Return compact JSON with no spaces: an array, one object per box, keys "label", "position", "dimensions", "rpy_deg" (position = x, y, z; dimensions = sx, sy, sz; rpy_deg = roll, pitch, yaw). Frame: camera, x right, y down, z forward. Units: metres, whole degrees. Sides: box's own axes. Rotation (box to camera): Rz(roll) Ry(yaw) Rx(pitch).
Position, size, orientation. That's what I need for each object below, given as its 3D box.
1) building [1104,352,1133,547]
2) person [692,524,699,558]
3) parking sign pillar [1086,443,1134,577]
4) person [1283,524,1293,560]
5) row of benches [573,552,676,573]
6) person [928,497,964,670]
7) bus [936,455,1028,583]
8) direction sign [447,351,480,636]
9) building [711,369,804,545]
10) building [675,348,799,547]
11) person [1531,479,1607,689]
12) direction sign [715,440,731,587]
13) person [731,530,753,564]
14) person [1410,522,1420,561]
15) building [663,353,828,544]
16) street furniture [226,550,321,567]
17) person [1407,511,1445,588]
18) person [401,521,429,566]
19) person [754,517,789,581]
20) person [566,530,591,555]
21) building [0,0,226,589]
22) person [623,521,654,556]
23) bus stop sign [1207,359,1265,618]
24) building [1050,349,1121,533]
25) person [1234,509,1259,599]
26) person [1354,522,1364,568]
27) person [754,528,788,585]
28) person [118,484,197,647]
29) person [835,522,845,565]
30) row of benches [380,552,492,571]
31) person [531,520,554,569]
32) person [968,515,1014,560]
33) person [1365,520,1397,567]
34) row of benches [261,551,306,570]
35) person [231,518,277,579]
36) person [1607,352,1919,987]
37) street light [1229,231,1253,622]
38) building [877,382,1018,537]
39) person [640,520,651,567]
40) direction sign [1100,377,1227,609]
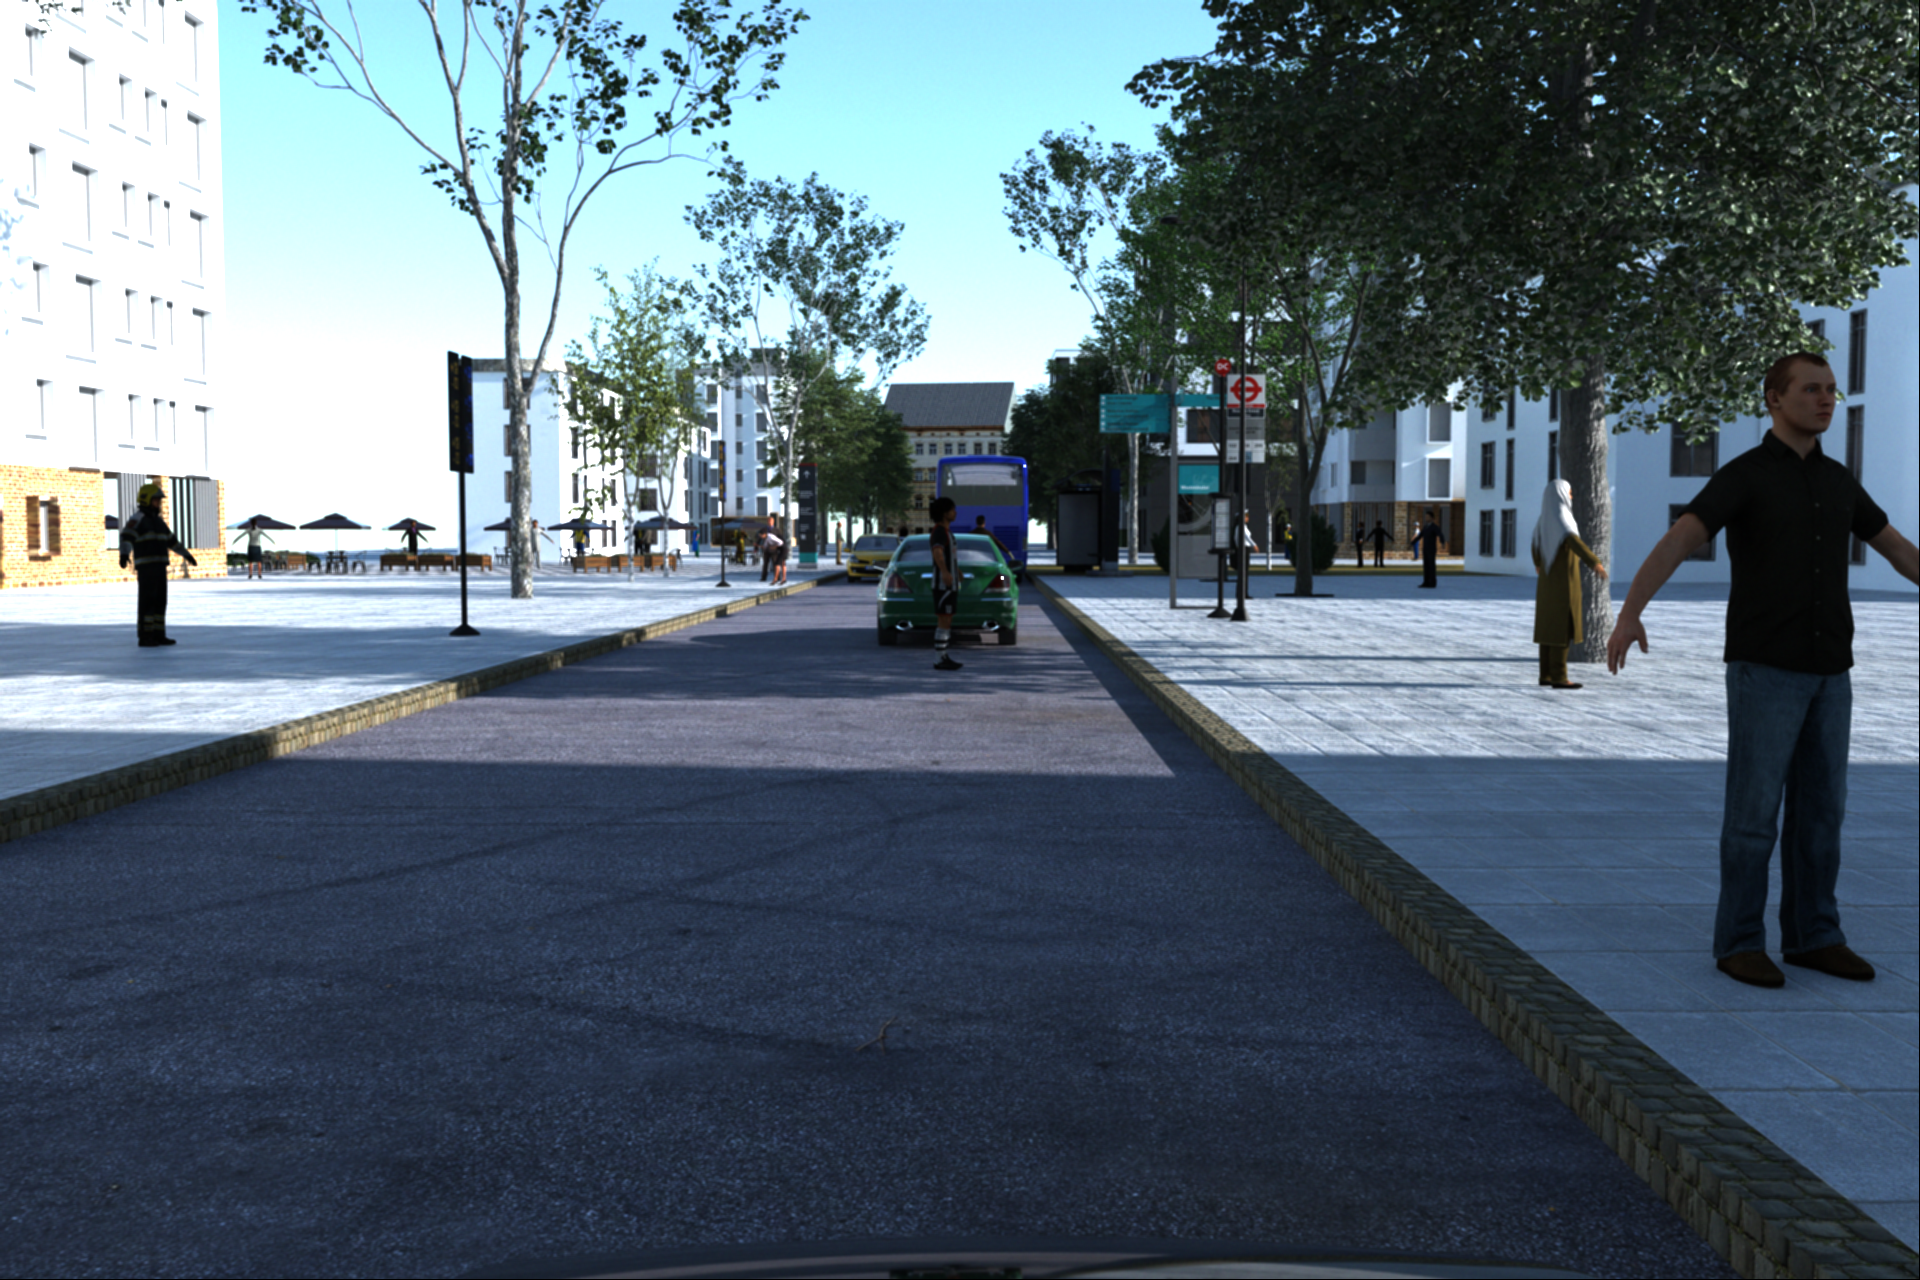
[{"label":"building","position":[24.078,-18.898,175.433],"dimensions":[16.747,18.905,31.486],"rpy_deg":[0,4,1]},{"label":"person","position":[-14.015,-5.243,91.856],"dimensions":[0.704,1.817,1.347],"rpy_deg":[-1,4,-18]},{"label":"parking sign pillar","position":[4.522,-3.893,52.121],"dimensions":[1.447,3.967,1.447],"rpy_deg":[0,4,0]},{"label":"person","position":[16.317,-4.850,85.761],"dimensions":[0.721,1.772,1.216],"rpy_deg":[-1,4,-22]},{"label":"row of benches","position":[-11.246,-2.639,58.606],"dimensions":[1.422,0.672,4.104],"rpy_deg":[3,5,39]},{"label":"person","position":[-0.135,-0.598,18.372],"dimensions":[0.704,1.843,1.345],"rpy_deg":[0,4,5]},{"label":"bus","position":[0.660,-3.773,53.242],"dimensions":[2.896,3.916,12.251],"rpy_deg":[0,4,1]},{"label":"direction sign","position":[-6.297,-1.830,21.914],"dimensions":[0.379,3.537,0.876],"rpy_deg":[0,4,2]},{"label":"building","position":[-23.716,-20.655,194.131],"dimensions":[16.016,20.090,11.380],"rpy_deg":[0,4,0]},{"label":"building","position":[-22.915,-19.598,176.847],"dimensions":[16.016,20.090,11.380],"rpy_deg":[0,4,2]},{"label":"person","position":[5.075,-0.471,14.477],"dimensions":[0.721,1.736,1.217],"rpy_deg":[0,4,-5]},{"label":"direction sign","position":[-5.765,-3.062,42.054],"dimensions":[0.379,3.537,0.876],"rpy_deg":[0,4,1]},{"label":"person","position":[-9.405,-4.189,74.250],"dimensions":[1.354,1.858,0.705],"rpy_deg":[3,5,43]},{"label":"person","position":[21.851,-4.724,83.098],"dimensions":[0.705,1.847,1.347],"rpy_deg":[2,4,25]},{"label":"building","position":[-26.891,-23.694,218.332],"dimensions":[19.493,23.208,18.063],"rpy_deg":[0,4,2]},{"label":"street furniture","position":[-29.545,-3.403,71.261],"dimensions":[5.734,0.657,10.072],"rpy_deg":[-1,4,-14]},{"label":"person","position":[11.189,-2.160,41.366],"dimensions":[0.704,1.823,1.345],"rpy_deg":[-2,4,-23]},{"label":"person","position":[-21.829,-3.852,69.200],"dimensions":[0.704,1.802,1.346],"rpy_deg":[2,4,32]},{"label":"person","position":[-5.140,-2.475,47.067],"dimensions":[0.990,1.755,0.434],"rpy_deg":[1,4,12]},{"label":"person","position":[-16.875,-4.334,76.827],"dimensions":[1.349,1.833,0.705],"rpy_deg":[2,4,25]},{"label":"building","position":[-27.465,-11.186,39.314],"dimensions":[16.016,20.090,11.380],"rpy_deg":[0,4,1]},{"label":"person","position":[-13.699,-4.163,73.848],"dimensions":[1.354,1.856,0.705],"rpy_deg":[-2,4,-23]},{"label":"bus stop sign","position":[4.216,-2.309,26.450],"dimensions":[0.855,3.939,0.416],"rpy_deg":[0,4,1]},{"label":"building","position":[24.582,-22.257,207.881],"dimensions":[27.936,21.610,32.646],"rpy_deg":[0,4,0]},{"label":"person","position":[5.672,-1.699,34.246],"dimensions":[0.721,1.778,1.216],"rpy_deg":[0,4,-7]},{"label":"person","position":[15.004,-3.582,65.289],"dimensions":[0.721,1.740,1.216],"rpy_deg":[0,4,3]},{"label":"person","position":[-4.702,-2.092,43.438],"dimensions":[0.628,1.438,0.799],"rpy_deg":[2,4,32]},{"label":"person","position":[-9.231,-0.860,19.830],"dimensions":[0.704,1.858,1.351],"rpy_deg":[1,4,9]},{"label":"person","position":[-5.034,-4.046,72.419],"dimensions":[0.705,1.796,1.348],"rpy_deg":[0,4,6]},{"label":"row of benches","position":[-18.321,-2.741,60.284],"dimensions":[4.104,0.672,1.422],"rpy_deg":[1,4,13]},{"label":"person","position":[-15.672,-3.531,63.917],"dimensions":[1.347,1.806,0.705],"rpy_deg":[-1,4,-16]},{"label":"person","position":[0.428,-1.613,34.962],"dimensions":[1.346,1.812,0.704],"rpy_deg":[1,4,19]},{"label":"person","position":[16.147,-3.697,66.633],"dimensions":[1.347,1.806,0.705],"rpy_deg":[3,5,44]},{"label":"row of benches","position":[-24.744,-2.919,63.195],"dimensions":[1.422,0.672,4.104],"rpy_deg":[-3,4,-36]},{"label":"person","position":[-20.360,-2.638,49.962],"dimensions":[1.217,1.735,0.721],"rpy_deg":[-2,4,-25]},{"label":"person","position":[2.416,0.074,5.004],"dimensions":[1.348,1.803,0.705],"rpy_deg":[-1,4,-15]},{"label":"street light","position":[4.685,-3.231,25.372],"dimensions":[1.470,5.913,1.316],"rpy_deg":[0,4,1]},{"label":"building","position":[-1.128,-25.462,249.682],"dimensions":[18.063,23.208,19.493],"rpy_deg":[1,4,10]},{"label":"person","position":[-12.211,-3.749,67.431],"dimensions":[0.705,1.813,1.348],"rpy_deg":[0,4,2]},{"label":"direction sign","position":[3.632,-2.458,28.947],"dimensions":[2.525,3.948,1.411],"rpy_deg":[0,4,1]}]
